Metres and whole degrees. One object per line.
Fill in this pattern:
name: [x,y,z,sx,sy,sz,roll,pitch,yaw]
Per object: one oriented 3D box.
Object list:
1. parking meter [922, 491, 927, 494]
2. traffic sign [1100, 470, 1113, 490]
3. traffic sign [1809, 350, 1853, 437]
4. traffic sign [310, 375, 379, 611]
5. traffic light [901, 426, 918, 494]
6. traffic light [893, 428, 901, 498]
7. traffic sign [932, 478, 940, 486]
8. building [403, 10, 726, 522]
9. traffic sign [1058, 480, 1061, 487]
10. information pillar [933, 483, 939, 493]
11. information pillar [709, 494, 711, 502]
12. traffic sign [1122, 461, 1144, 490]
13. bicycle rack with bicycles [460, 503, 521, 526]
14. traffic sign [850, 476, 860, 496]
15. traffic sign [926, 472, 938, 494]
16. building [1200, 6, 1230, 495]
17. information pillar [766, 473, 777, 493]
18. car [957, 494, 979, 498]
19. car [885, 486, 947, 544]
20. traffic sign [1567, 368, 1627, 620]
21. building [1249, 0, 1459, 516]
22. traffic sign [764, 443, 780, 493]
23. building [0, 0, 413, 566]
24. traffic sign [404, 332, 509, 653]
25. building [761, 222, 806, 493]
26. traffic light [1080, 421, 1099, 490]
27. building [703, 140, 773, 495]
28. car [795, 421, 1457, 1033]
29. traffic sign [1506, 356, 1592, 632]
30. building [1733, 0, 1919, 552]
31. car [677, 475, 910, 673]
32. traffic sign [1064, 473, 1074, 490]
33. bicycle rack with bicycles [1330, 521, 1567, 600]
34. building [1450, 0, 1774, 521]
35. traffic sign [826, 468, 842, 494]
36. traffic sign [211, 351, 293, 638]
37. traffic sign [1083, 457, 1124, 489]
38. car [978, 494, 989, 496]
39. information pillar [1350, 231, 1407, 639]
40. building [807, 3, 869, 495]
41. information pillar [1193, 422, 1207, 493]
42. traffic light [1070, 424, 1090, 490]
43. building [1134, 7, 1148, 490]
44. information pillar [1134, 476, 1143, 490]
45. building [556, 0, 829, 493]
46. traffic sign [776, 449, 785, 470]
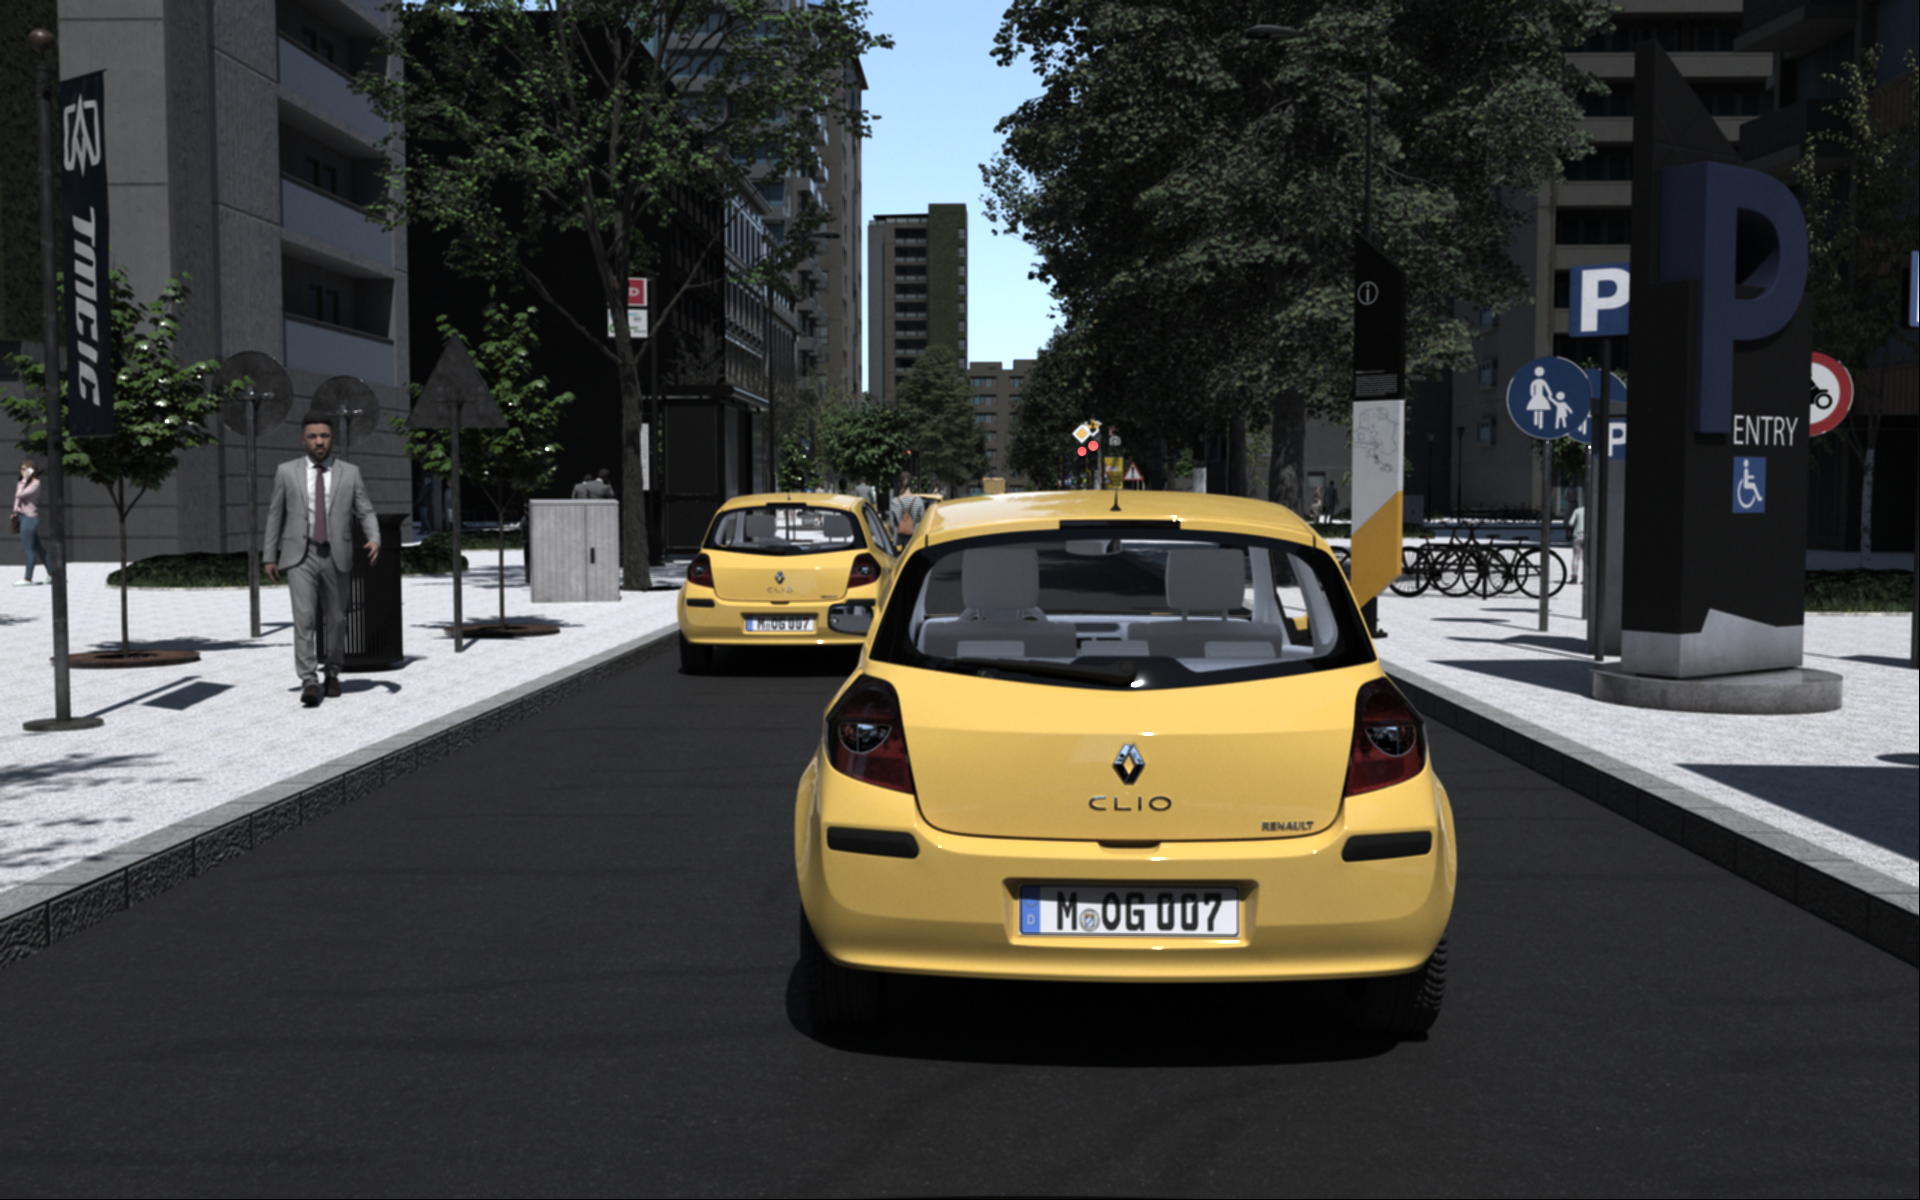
parking meter: [-2.154,-5.863,104.271,0.372,1.533,0.369,0,3,0]
traffic sign: [7.746,-5.673,92.757,0.884,2.594,0.081,0,4,8]
traffic sign: [7.481,-0.935,15.387,0.768,2.556,0.104,1,4,10]
traffic sign: [-6.608,-1.131,18.605,0.768,2.556,0.104,0,4,6]
traffic light: [-2.113,-4.925,69.439,0.839,4.253,0.868,0,4,1]
traffic light: [-2.282,-4.436,61.455,0.839,4.253,0.868,0,4,1]
traffic sign: [-1.804,-7.596,124.292,0.768,2.556,0.104,1,4,10]
building: [-19.282,-15.791,87.861,12.332,23.373,15.834,0,4,1]
traffic sign: [7.963,-8.192,134.040,0.768,2.556,0.104,1,4,10]
information pillar: [-1.554,-6.544,111.485,0.304,2.012,0.304,-2,4,-32]
information pillar: [-6.420,-2.517,45.646,0.304,2.012,0.304,1,4,20]
traffic sign: [6.822,-4.181,68.366,0.884,2.594,0.081,1,4,9]
bicycle rack with bicycles: [-19.156,-3.527,71.043,2.852,0.926,2.925,0,4,5]
traffic sign: [-5.122,-5.308,86.899,0.768,2.556,0.104,0,4,4]
traffic sign: [-1.671,-6.141,100.518,0.768,2.556,0.104,0,4,3]
building: [27.510,-42.453,132.358,20.563,71.187,20.611,0,4,1]
information pillar: [-6.459,-3.353,59.317,0.304,2.012,0.304,-1,4,-23]
car: [0.526,-5.658,104.302,2.131,1.459,4.920,0,4,0]
car: [-0.964,-2.093,44.450,2.015,1.641,3.980,0,4,2]
traffic sign: [6.393,-1.071,17.611,0.768,2.556,0.104,0,4,2]
building: [23.612,-25.960,108.048,14.154,41.232,14.086,0,4,1]
traffic sign: [-4.874,-2.641,43.279,0.768,2.556,0.104,1,4,10]
building: [-28.442,-30.426,39.461,28.212,58.520,21.231,0,4,1]
traffic sign: [-4.065,-0.854,13.969,0.884,2.594,0.081,0,4,8]
building: [-19.327,-17.511,128.112,13.314,21.916,24.055,0,4,1]
traffic light: [4.678,-4.428,61.325,0.839,4.253,0.868,0,4,1]
building: [-18.167,-16.942,105.881,11.050,23.489,19.941,0,4,1]
car: [0.476,0.255,6.054,2.015,1.641,3.980,0,4,2]
traffic sign: [5.446,-0.977,16.087,0.768,2.556,0.104,0,4,7]
building: [29.234,-23.232,34.462,22.147,44.769,28.867,0,4,1]
car: [-1.369,-0.308,15.264,2.015,1.641,3.980,0,4,1]
traffic sign: [6.498,-6.372,104.287,0.768,2.556,0.104,0,4,7]
bicycle rack with bicycles: [6.326,-0.530,22.049,2.925,0.926,2.852,3,5,42]
building: [38.228,-28.658,92.266,21.600,48.544,21.300,0,4,1]
traffic sign: [-5.912,-4.973,81.407,0.768,2.556,0.104,1,4,10]
traffic sign: [-6.303,-0.937,15.419,0.768,2.556,0.104,0,4,7]
traffic sign: [7.785,-6.153,94.472,2.265,3.308,0.079,0,4,5]
car: [2.283,-9.134,158.135,1.959,1.807,4.718,0,4,1]
information pillar: [3.699,-1.469,15.380,0.504,3.616,0.183,3,5,44]
building: [-25.001,-37.052,195.039,27.495,52.752,28.713,0,4,1]
information pillar: [7.585,-3.879,54.779,0.183,3.616,0.504,-3,5,-43]
traffic light: [4.847,-4.917,69.308,0.839,4.253,0.868,0,4,1]
building: [30.036,-39.883,194.090,21.231,58.520,28.212,0,4,1]
information pillar: [7.410,-4.131,72.029,0.304,2.012,0.304,-2,4,-33]
building: [-24.062,-33.075,160.381,23.786,49.044,30.456,0,4,1]
traffic sign: [-4.771,-2.917,47.795,0.768,2.556,0.104,0,4,8]
